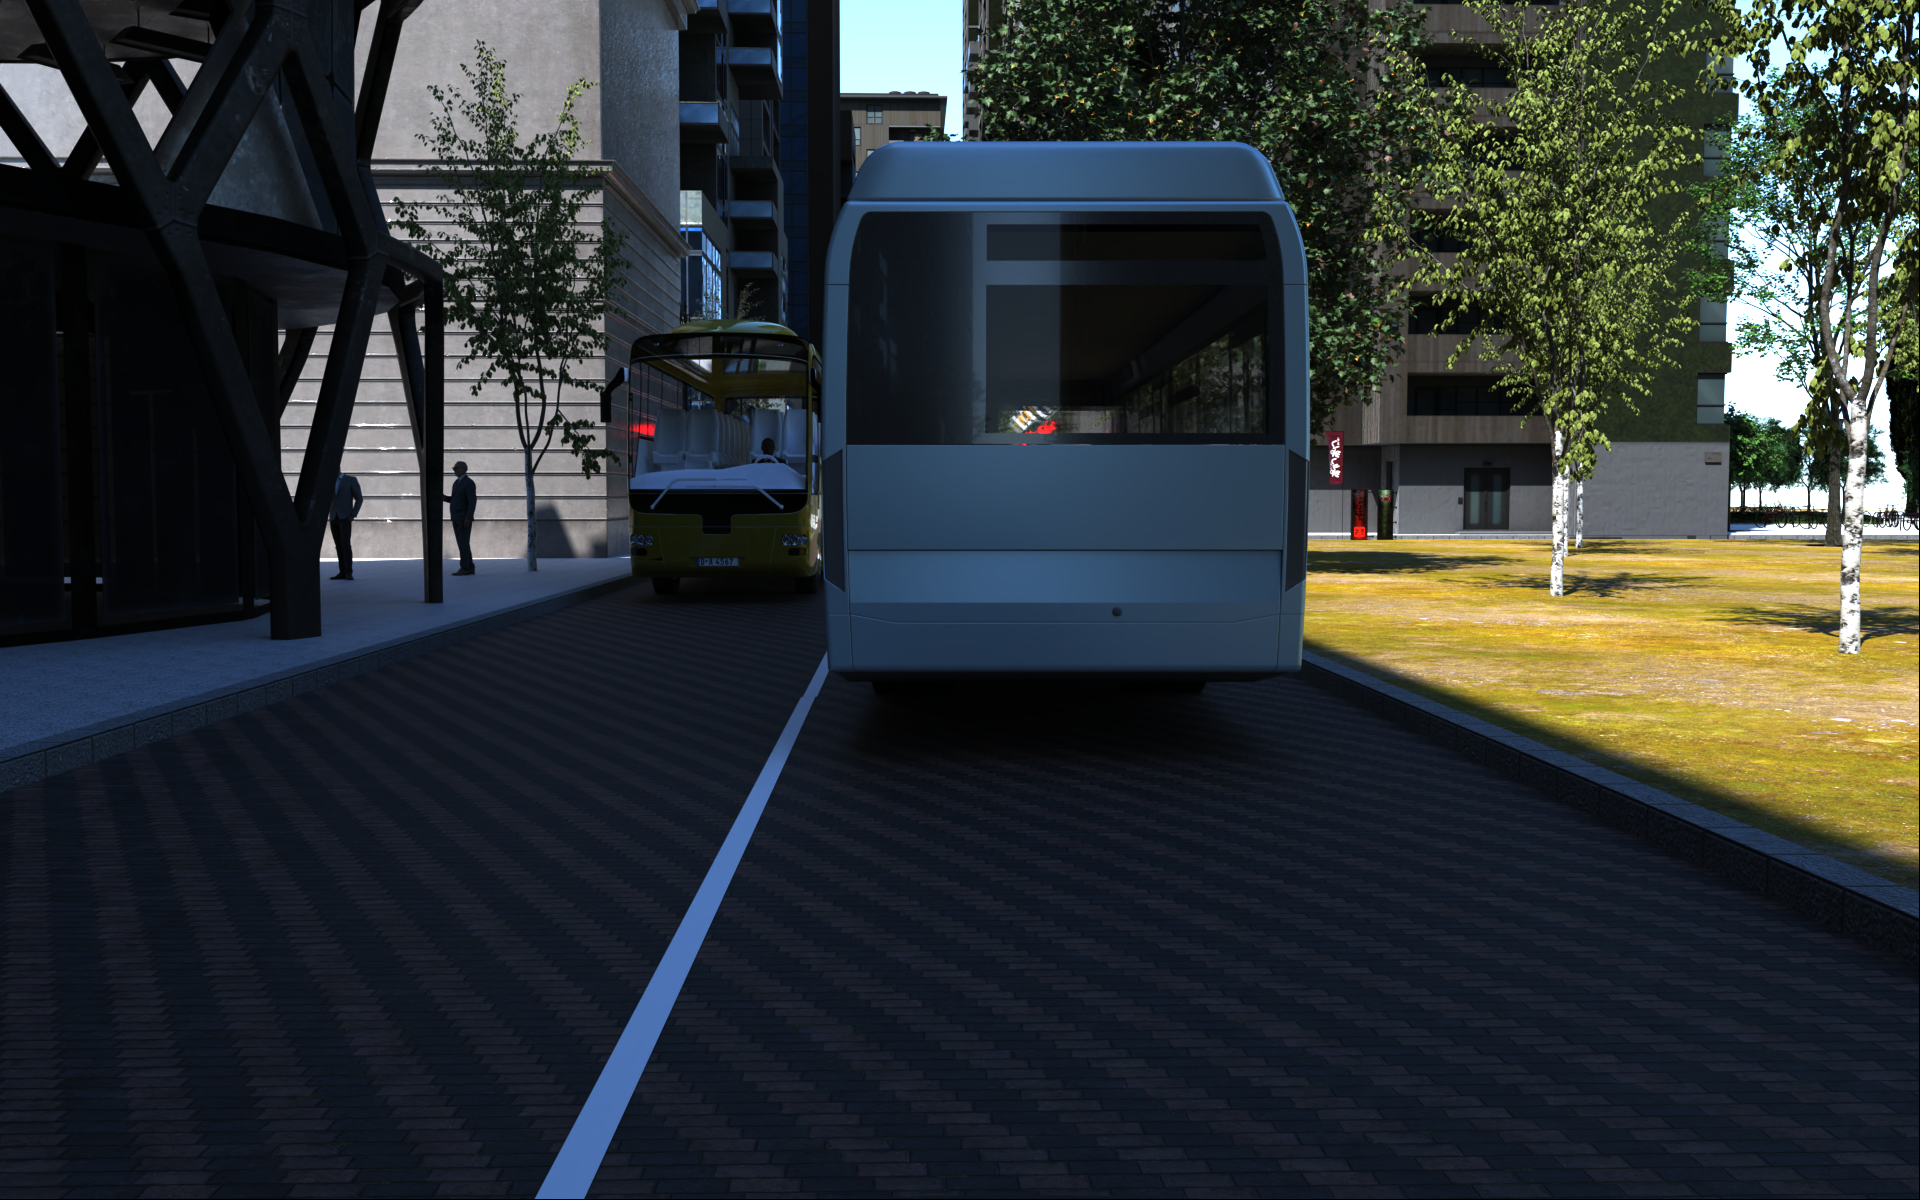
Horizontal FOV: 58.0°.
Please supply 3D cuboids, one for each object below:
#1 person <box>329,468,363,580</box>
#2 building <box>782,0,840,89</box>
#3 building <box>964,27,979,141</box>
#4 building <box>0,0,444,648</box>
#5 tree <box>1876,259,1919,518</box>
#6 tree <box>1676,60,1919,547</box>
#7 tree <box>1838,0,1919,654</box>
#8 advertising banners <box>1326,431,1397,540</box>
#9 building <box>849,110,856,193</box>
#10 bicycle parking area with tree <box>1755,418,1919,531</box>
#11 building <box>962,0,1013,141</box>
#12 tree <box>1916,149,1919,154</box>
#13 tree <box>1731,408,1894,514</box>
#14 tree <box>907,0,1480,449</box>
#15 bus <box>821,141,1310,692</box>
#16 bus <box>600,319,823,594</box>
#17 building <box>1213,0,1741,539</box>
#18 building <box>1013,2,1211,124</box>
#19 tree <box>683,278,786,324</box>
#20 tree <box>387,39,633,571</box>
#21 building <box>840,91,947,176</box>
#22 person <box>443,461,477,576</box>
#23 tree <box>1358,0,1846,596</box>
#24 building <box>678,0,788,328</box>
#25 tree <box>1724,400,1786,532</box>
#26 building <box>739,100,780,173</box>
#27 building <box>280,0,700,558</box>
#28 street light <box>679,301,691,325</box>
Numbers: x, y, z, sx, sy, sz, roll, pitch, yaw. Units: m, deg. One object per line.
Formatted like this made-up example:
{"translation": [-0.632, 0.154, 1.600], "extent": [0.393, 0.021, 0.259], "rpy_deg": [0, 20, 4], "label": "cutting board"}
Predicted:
{"translation": [-9.279, -1.207, 25.954], "extent": [0.592, 1.802, 0.473], "rpy_deg": [2, 4, 31], "label": "person"}
{"translation": [-16.561, -29.725, 136.116], "extent": [14.600, 45.320, 14.200], "rpy_deg": [0, 4, -2], "label": "building"}
{"translation": [11.739, -33.607, 169.079], "extent": [23.786, 49.044, 30.456], "rpy_deg": [0, 4, -2], "label": "building"}
{"translation": [-13.898, -9.067, 15.704], "extent": [16.820, 18.784, 16.811], "rpy_deg": [0, 4, -2], "label": "building"}
{"translation": [54.783, -11.674, 92.688], "extent": [13.155, 14.587, 18.604], "rpy_deg": [0, 4, 0], "label": "tree"}
{"translation": [21.224, -7.115, 42.085], "extent": [9.928, 11.665, 9.643], "rpy_deg": [0, 3, 0], "label": "tree"}
{"translation": [7.417, -3.877, 13.750], "extent": [4.737, 8.622, 4.395], "rpy_deg": [0, 3, 0], "label": "tree"}
{"translation": [11.166, -3.184, 48.247], "extent": [2.074, 3.025, 0.090], "rpy_deg": [0, 4, -7], "label": "advertising banners"}
{"translation": [-19.197, -33.529, 198.312], "extent": [14.200, 45.320, 14.600], "rpy_deg": [0, 4, -2], "label": "building"}
{"translation": [34.840, -4.690, 63.685], "extent": [9.016, 4.147, 8.231], "rpy_deg": [-1, 4, -18], "label": "bicycle parking area with tree"}
{"translation": [8.577, -46.270, 194.758], "extent": [20.563, 71.187, 20.611], "rpy_deg": [0, 4, -2], "label": "building"}
{"translation": [18.489, -6.870, 22.693], "extent": [12.009, 13.543, 11.850], "rpy_deg": [0, 3, 0], "label": "tree"}
{"translation": [54.022, -9.186, 113.093], "extent": [11.467, 7.101, 20.602], "rpy_deg": [0, 4, -7], "label": "tree"}
{"translation": [3.631, -6.849, 28.987], "extent": [9.611, 12.733, 9.660], "rpy_deg": [0, 3, 0], "label": "tree"}
{"translation": [0.579, -1.274, 15.682], "extent": [2.948, 3.499, 13.247], "rpy_deg": [0, 4, 0], "label": "bus"}
{"translation": [-3.339, -2.237, 28.124], "extent": [2.896, 3.916, 12.252], "rpy_deg": [0, 4, -2], "label": "bus"}
{"translation": [16.736, -17.608, 59.596], "extent": [14.107, 30.474, 14.160], "rpy_deg": [0, 4, -2], "label": "building"}
{"translation": [15.217, -23.972, 83.831], "extent": [32.217, 40.220, 23.993], "rpy_deg": [0, 4, -2], "label": "building"}
{"translation": [-7.826, -6.684, 59.652], "extent": [4.360, 8.622, 3.978], "rpy_deg": [0, 3, 0], "label": "tree"}
{"translation": [-7.145, -4.775, 28.438], "extent": [4.737, 8.622, 4.395], "rpy_deg": [0, 3, 0], "label": "tree"}
{"translation": [-13.526, -39.009, 227.032], "extent": [27.495, 52.752, 28.713], "rpy_deg": [0, 4, -2], "label": "building"}
{"translation": [-7.955, -1.298, 27.434], "extent": [0.590, 1.801, 0.661], "rpy_deg": [-3, 5, -43], "label": "person"}
{"translation": [7.268, -4.347, 21.434], "extent": [4.737, 8.622, 4.395], "rpy_deg": [0, 3, 0], "label": "tree"}
{"translation": [-18.345, -46.900, 79.481], "extent": [22.319, 86.520, 31.000], "rpy_deg": [0, 4, -2], "label": "building"}
{"translation": [26.386, -4.637, 59.526], "extent": [4.285, 4.588, 4.351], "rpy_deg": [0, 3, 0], "label": "tree"}
{"translation": [-21.530, -44.982, 173.714], "extent": [20.563, 71.187, 20.611], "rpy_deg": [0, 4, -2], "label": "building"}
{"translation": [-18.773, -12.095, 39.552], "extent": [24.055, 21.916, 13.314], "rpy_deg": [0, 4, -2], "label": "building"}
{"translation": [-6.573, -4.209, 41.613], "extent": [0.468, 5.910, 1.993], "rpy_deg": [0, 4, -2], "label": "street light"}
